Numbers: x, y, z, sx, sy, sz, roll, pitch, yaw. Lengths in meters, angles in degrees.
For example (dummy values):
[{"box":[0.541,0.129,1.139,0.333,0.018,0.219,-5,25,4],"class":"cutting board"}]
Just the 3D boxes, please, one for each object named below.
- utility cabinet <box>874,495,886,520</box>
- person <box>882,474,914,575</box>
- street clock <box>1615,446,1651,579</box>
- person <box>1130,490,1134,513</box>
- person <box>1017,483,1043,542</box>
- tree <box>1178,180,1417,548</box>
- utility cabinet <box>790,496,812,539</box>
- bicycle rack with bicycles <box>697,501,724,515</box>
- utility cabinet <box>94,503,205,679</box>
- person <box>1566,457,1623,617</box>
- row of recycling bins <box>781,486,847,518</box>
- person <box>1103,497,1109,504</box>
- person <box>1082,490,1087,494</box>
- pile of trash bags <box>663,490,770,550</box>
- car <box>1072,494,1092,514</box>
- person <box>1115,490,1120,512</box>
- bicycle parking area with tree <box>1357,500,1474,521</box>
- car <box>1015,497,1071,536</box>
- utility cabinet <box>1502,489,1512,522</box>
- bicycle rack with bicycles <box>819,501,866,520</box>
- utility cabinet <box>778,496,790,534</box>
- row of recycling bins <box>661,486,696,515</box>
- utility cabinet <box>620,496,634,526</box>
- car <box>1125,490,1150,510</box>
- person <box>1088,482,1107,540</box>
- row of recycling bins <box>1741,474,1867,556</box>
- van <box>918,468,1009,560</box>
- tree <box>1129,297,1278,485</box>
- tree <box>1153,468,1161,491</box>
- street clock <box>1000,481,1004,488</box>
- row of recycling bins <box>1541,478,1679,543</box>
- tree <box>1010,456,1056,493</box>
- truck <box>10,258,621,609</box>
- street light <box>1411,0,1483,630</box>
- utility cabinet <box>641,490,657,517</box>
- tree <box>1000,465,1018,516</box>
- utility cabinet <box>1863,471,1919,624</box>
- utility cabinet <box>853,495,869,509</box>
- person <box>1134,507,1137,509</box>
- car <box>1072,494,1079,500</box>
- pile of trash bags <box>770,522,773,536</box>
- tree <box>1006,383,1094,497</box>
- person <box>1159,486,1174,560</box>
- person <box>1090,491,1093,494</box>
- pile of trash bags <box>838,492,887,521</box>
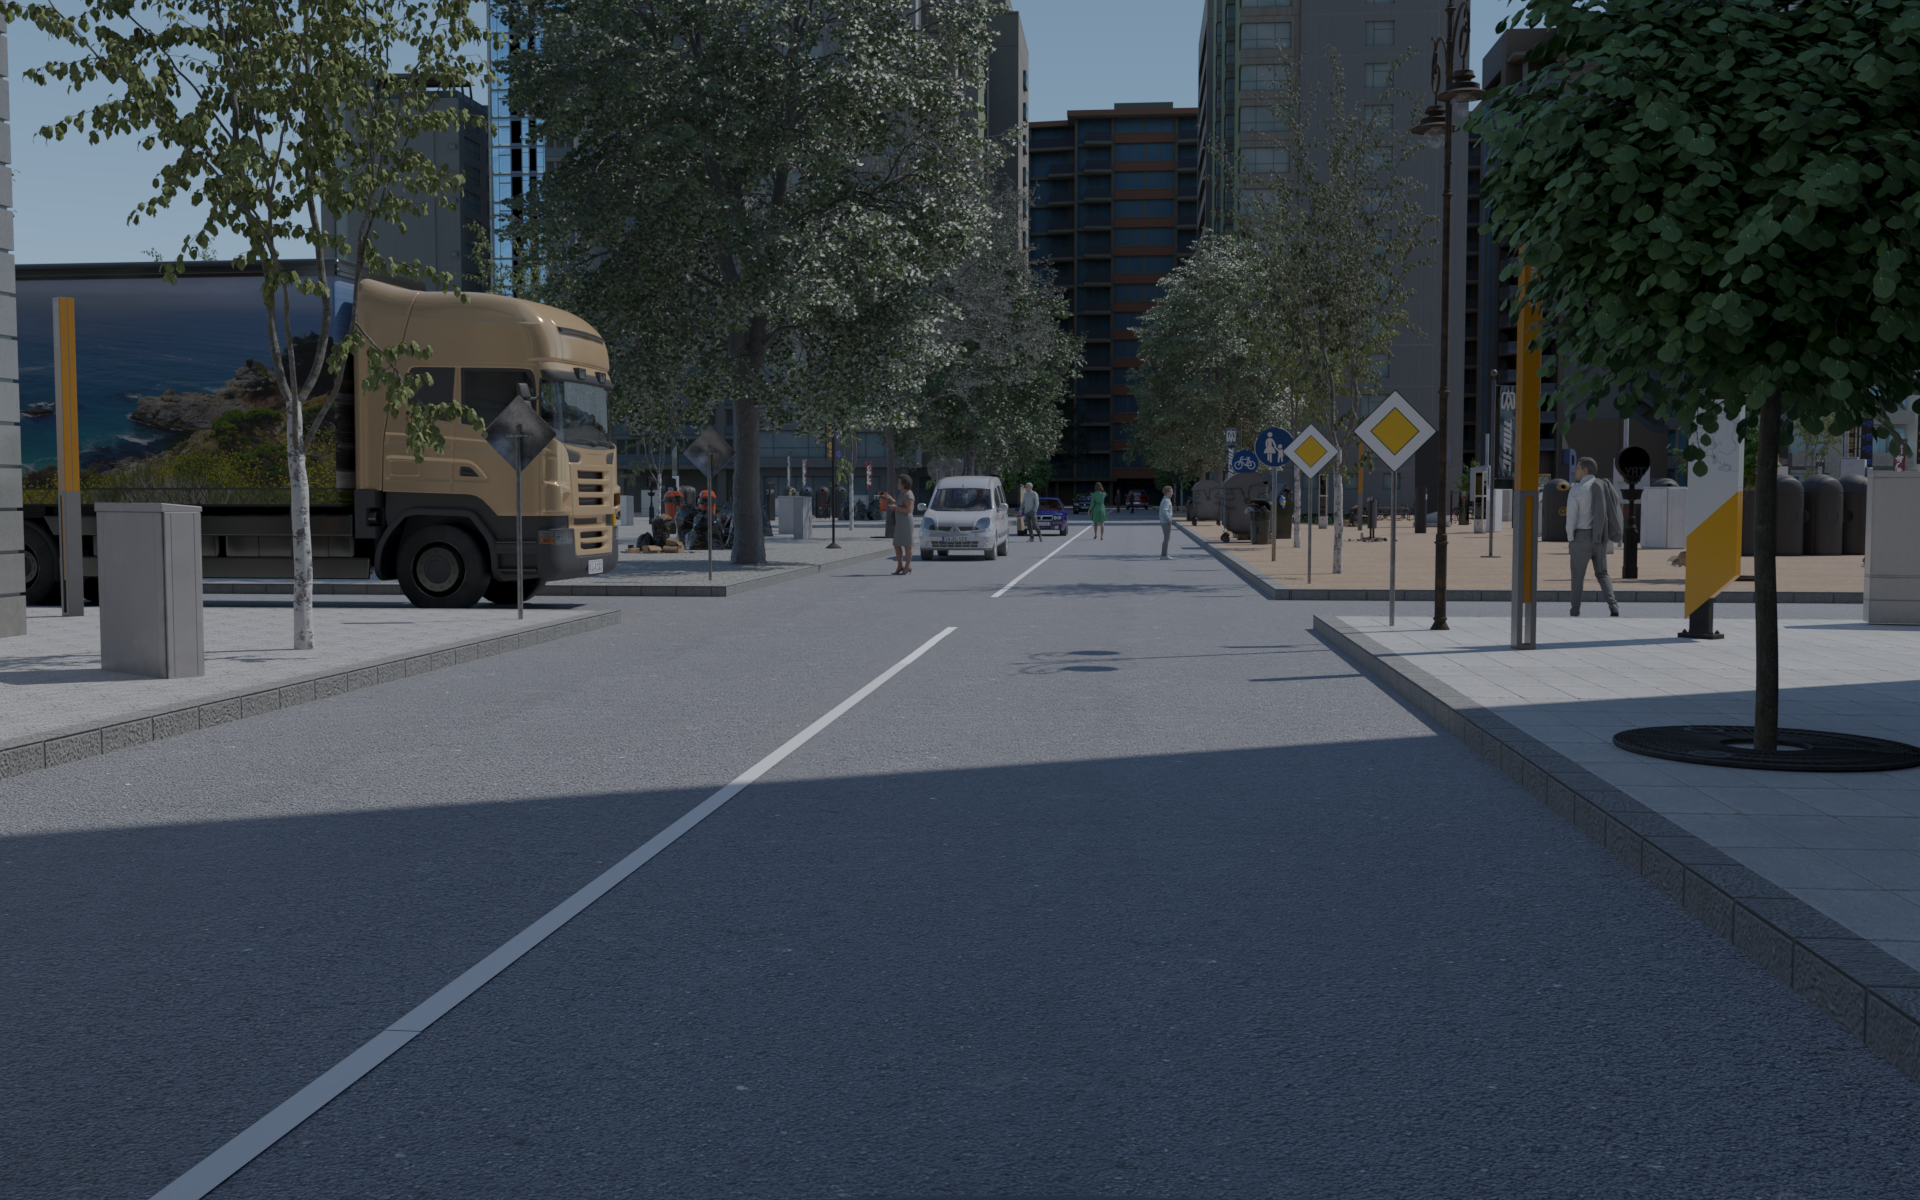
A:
[{"box":[-3.760,-4.601,86.390,1.020,1.237,0.306,0,4,4],"class":"utility cabinet"},{"box":[-1.102,-1.332,30.643,0.532,1.782,0.716,-1,4,-20],"class":"person"},{"box":[10.166,-1.325,26.226,0.471,2.002,0.358,0,4,7],"class":"street clock"},{"box":[12.704,-7.257,128.073,0.530,1.710,0.541,2,4,33],"class":"person"},{"box":[2.065,-2.617,51.767,0.782,1.767,0.515,3,5,40],"class":"person"},{"box":[8.246,-5.546,41.035,4.737,8.622,4.395,0,3,0],"class":"tree"},{"box":[-4.526,-2.372,49.949,0.306,1.237,1.020,1,4,10],"class":"utility cabinet"},{"box":[-13.720,-5.070,96.275,2.925,0.926,2.852,2,4,29],"class":"bicycle rack with bicycles"},{"box":[-5.789,-0.075,12.389,1.020,1.237,0.306,3,5,40],"class":"utility cabinet"},{"box":[6.860,-0.620,18.742,0.679,1.850,0.850,-1,4,-16],"class":"person"},{"box":[-7.828,-5.241,92.800,3.534,1.692,1.069,-1,4,-10],"class":"row of recycling bins"},{"box":[12.534,-8.587,152.156,1.065,1.426,0.557,0,4,-6],"class":"person"},{"box":[11.401,-9.199,158.931,1.348,1.821,0.705,-1,4,-19],"class":"person"},{"box":[-5.855,-1.930,41.307,1.912,1.369,3.447,-1,4,-16],"class":"pile of trash bags"},{"box":[9.028,-6.981,123.923,2.009,1.686,4.222,0,4,7],"class":"car"},{"box":[12.273,-7.696,134.874,0.434,1.755,0.990,0,4,-3],"class":"person"},{"box":[23.187,-6.017,85.385,9.016,4.147,8.231,2,4,25],"class":"bicycle parking area with tree"},{"box":[2.903,-2.932,60.512,1.945,1.354,3.894,0,4,4],"class":"car"},{"box":[24.916,-4.348,79.771,0.318,1.500,1.173,-2,4,-33],"class":"utility cabinet"},{"box":[-6.047,-4.562,87.968,2.852,0.926,2.925,0,4,0],"class":"bicycle rack with bicycles"},{"box":[-5.370,-2.705,55.395,1.020,1.237,0.306,3,5,42],"class":"utility cabinet"},{"box":[-13.846,-4.769,85.082,1.069,1.692,3.534,1,4,13],"class":"row of recycling bins"},{"box":[-13.510,-3.617,70.298,0.306,1.237,1.020,-2,4,-25],"class":"utility cabinet"},{"box":[16.322,-9.229,159.561,2.281,1.827,5.304,0,4,6],"class":"car"},{"box":[4.320,-2.772,54.073,0.600,1.795,0.529,-1,4,-14],"class":"person"},{"box":[17.572,-1.781,36.235,3.534,1.692,1.069,-1,4,-14],"class":"row of recycling bins"},{"box":[0.130,-1.946,38.830,2.013,2.044,4.112,0,4,7],"class":"van"},{"box":[13.719,-11.092,98.368,9.611,12.733,9.660,0,3,0],"class":"tree"},{"box":[16.801,-9.148,133.281,4.285,4.588,4.351,0,3,0],"class":"tree"},{"box":[2.203,-5.456,93.781,0.358,2.002,0.471,-1,4,-11],"class":"street clock"},{"box":[17.363,-2.395,46.270,3.534,1.692,1.069,2,4,29],"class":"row of recycling bins"},{"box":[4.920,-8.122,116.504,4.285,4.588,4.351,0,3,0],"class":"tree"},{"box":[-9.442,-2.029,22.092,11.283,4.237,2.839,0,4,7],"class":"truck"},{"box":[4.541,-2.656,16.209,0.468,5.910,1.993,0,4,6],"class":"street light"},{"box":[-17.205,-5.382,96.668,1.173,1.500,0.318,2,4,24],"class":"utility cabinet"},{"box":[2.583,-6.603,102.564,1.663,3.219,1.824,0,3,0],"class":"tree"},{"box":[9.507,-0.503,16.896,1.173,1.500,0.318,1,4,17],"class":"utility cabinet"},{"box":[-5.603,-5.232,96.711,1.020,1.237,0.306,2,4,28],"class":"utility cabinet"},{"box":[16.735,-9.540,165.214,1.217,1.736,0.721,1,4,10],"class":"person"},{"box":[10.261,-8.094,142.561,2.015,1.641,3.980,0,4,5],"class":"car"},{"box":[-7.387,-2.577,51.890,3.447,1.369,1.912,-3,5,-44],"class":"pile of trash bags"},{"box":[6.989,-12.238,134.502,7.601,10.594,8.767,1,4,10],"class":"tree"},{"box":[4.499,-1.674,37.686,0.330,1.601,0.589,1,4,8],"class":"person"},{"box":[12.810,-9.836,170.113,0.721,1.735,1.217,2,4,25],"class":"person"},{"box":[-4.432,-4.539,83.965,1.912,1.369,3.447,-3,4,-37],"class":"pile of trash bags"}]
